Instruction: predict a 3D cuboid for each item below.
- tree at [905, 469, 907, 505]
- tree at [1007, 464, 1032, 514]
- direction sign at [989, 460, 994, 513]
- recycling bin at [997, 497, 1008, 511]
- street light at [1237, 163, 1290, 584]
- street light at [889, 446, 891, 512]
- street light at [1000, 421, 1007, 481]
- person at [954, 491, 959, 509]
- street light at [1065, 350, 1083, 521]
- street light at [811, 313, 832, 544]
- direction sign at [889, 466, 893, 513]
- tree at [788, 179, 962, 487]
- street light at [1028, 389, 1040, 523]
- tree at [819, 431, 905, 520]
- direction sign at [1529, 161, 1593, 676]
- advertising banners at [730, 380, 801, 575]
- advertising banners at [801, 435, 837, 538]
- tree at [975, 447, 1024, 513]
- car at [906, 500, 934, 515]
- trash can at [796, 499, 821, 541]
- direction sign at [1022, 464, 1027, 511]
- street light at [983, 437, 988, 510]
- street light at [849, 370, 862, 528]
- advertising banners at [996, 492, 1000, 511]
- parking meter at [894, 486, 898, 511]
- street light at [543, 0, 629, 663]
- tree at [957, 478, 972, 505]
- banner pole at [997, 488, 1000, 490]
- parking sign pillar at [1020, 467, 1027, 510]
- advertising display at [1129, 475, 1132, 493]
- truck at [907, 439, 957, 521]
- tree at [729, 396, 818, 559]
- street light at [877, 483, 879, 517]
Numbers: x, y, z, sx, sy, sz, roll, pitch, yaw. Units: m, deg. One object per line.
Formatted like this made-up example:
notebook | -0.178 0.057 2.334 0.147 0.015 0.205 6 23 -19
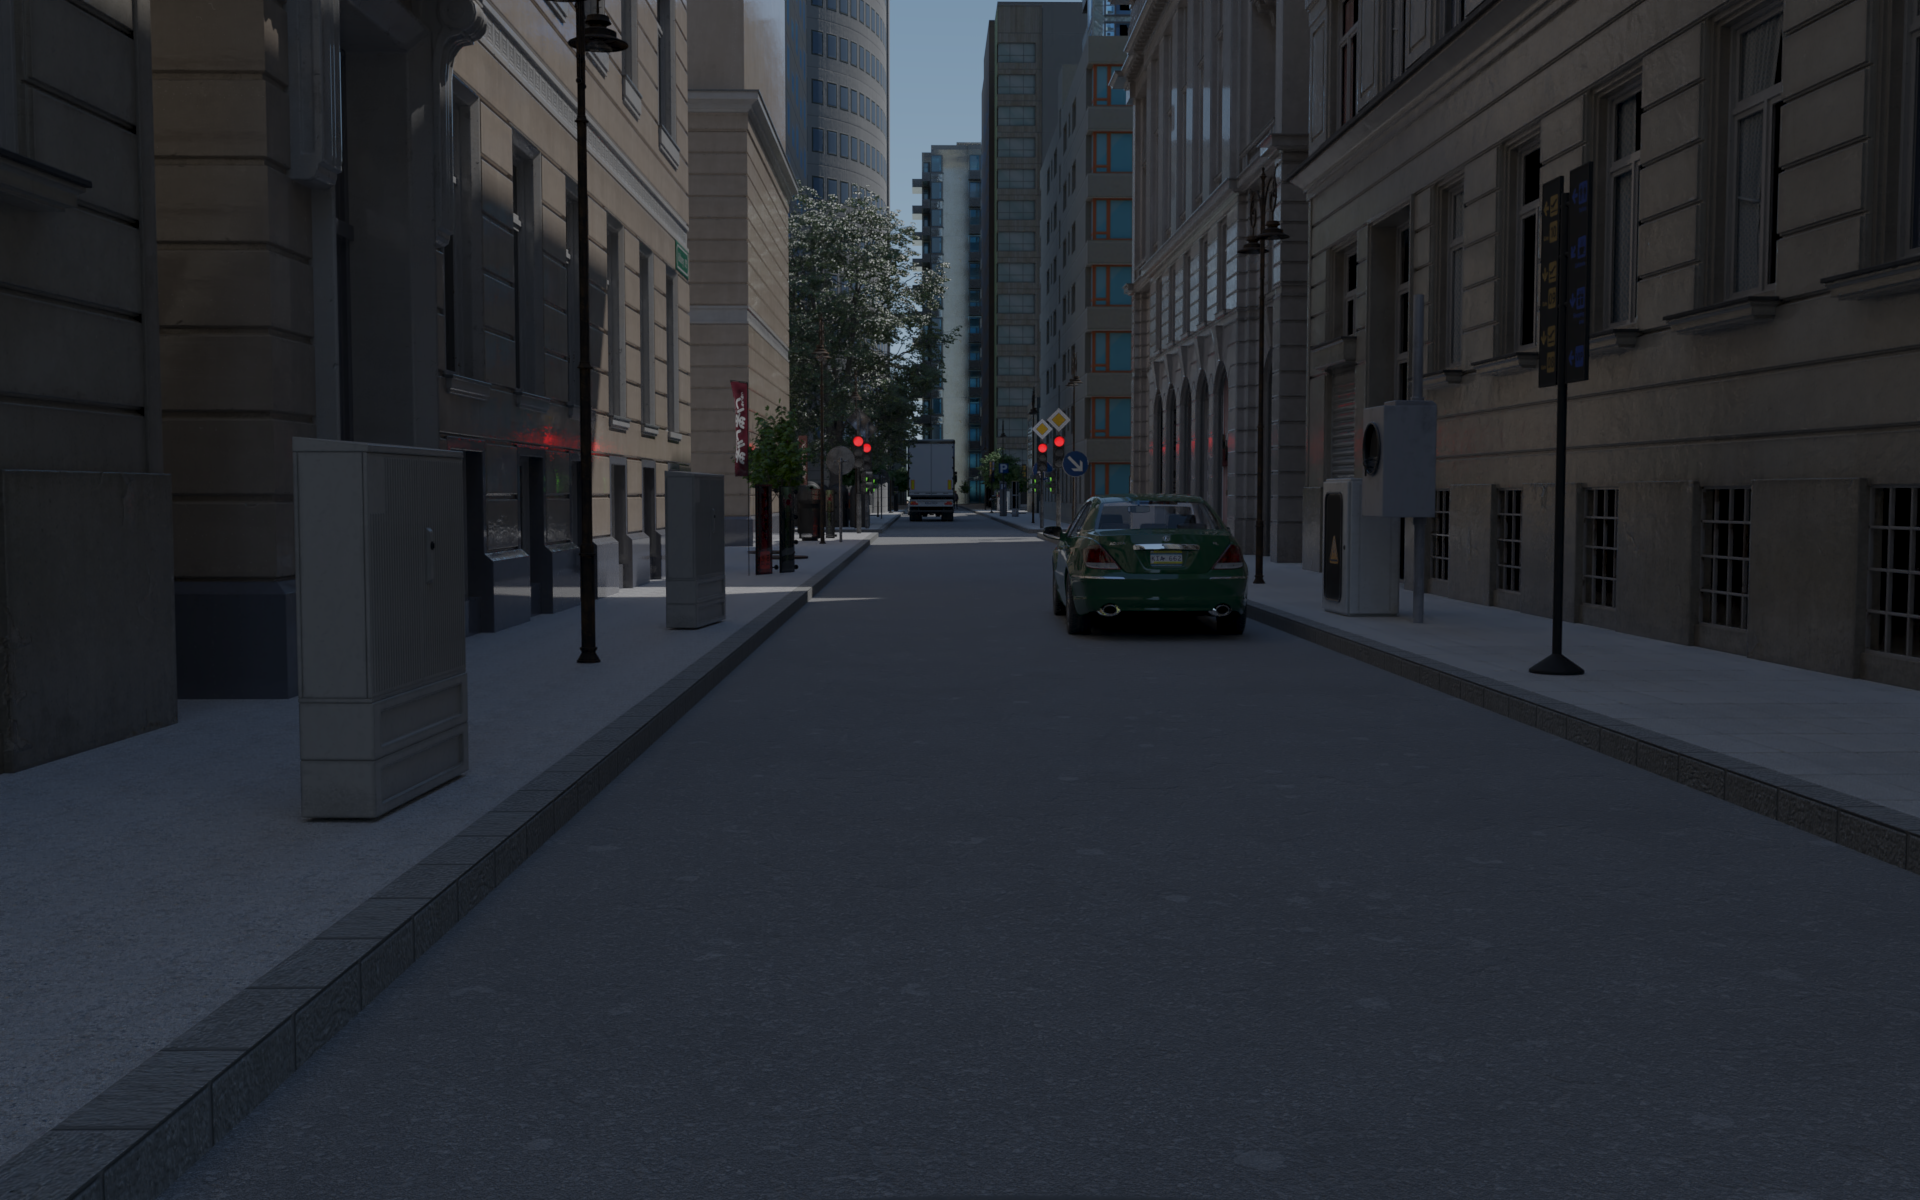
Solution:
tree | -5.524 -7.252 102.282 4.285 4.588 4.351 0 3 0
tree | 3.745 -7.185 112.073 1.663 3.219 1.824 0 3 0
direction sign | 2.133 -7.624 116.642 0.379 3.537 0.876 1 4 22
recycling bin | 3.154 -7.108 128.767 0.722 1.027 0.722 0 4 -6
street light | 4.288 -3.173 24.660 0.468 5.910 1.993 0 4 -1
street light | -5.102 -9.418 126.772 0.468 5.910 1.993 0 4 -1
street light | 2.654 -8.214 107.078 0.468 5.910 1.993 0 4 -1
person | -0.347 -9.512 164.547 0.617 1.759 0.750 -1 4 -16
street light | 3.676 -5.083 55.892 0.468 5.910 1.993 0 4 -1
street light | -3.540 -4.383 44.445 0.468 5.910 1.993 0 4 -1
direction sign | -4.640 -7.611 116.444 0.379 3.537 0.876 0 4 -3
tree | -5.029 -10.052 70.999 9.857 13.997 8.962 0 3 0
street light | 3.219 -6.316 76.059 0.468 5.910 1.993 0 4 -1
tree | -5.325 -6.170 84.596 4.285 4.588 4.351 0 3 0
direction sign | 4.279 -1.243 12.316 0.379 3.537 0.876 0 4 -2
advertising banners | -3.112 -1.919 27.564 0.090 3.025 2.074 2 4 23
advertising banners | -4.204 -3.345 50.882 0.090 3.025 2.074 -3 4 -36
tree | 2.750 -8.319 119.724 4.285 4.588 4.351 0 3 0
car | -2.663 -6.462 117.657 2.014 1.417 4.499 0 4 -3
trash can | -4.119 -2.194 47.527 0.748 1.137 0.748 0 3 0
direction sign | 5.087 -8.490 130.806 0.876 3.537 0.379 0 4 4
street light | 2.030 -10.165 138.978 0.468 5.910 1.993 0 4 -1
street light | -3.865 -5.608 64.471 0.468 5.910 1.993 0 4 -1
advertising banners | 2.956 -8.234 130.820 0.090 3.025 2.074 1 4 14
parking meter | -4.779 -7.561 129.328 0.255 1.863 0.399 1 4 16
street light | -2.830 -2.461 13.024 0.468 5.910 1.993 0 4 -1
tree | 0.602 -12.990 206.982 1.663 3.219 1.824 0 3 0
banner pole | 3.204 -8.859 134.865 0.863 3.779 0.401 2 4 30
parking sign pillar | 5.453 -9.081 136.945 1.447 3.967 1.447 2 4 29
advertising display | 6.074 -3.182 57.236 0.974 1.923 0.123 1 4 14
truck | -1.530 -6.438 94.179 2.839 4.237 11.283 0 4 -1
tree | -3.518 -2.440 34.499 1.663 3.219 1.824 0 3 0
street light | -4.542 -7.521 95.752 0.468 5.910 1.993 0 4 -1
